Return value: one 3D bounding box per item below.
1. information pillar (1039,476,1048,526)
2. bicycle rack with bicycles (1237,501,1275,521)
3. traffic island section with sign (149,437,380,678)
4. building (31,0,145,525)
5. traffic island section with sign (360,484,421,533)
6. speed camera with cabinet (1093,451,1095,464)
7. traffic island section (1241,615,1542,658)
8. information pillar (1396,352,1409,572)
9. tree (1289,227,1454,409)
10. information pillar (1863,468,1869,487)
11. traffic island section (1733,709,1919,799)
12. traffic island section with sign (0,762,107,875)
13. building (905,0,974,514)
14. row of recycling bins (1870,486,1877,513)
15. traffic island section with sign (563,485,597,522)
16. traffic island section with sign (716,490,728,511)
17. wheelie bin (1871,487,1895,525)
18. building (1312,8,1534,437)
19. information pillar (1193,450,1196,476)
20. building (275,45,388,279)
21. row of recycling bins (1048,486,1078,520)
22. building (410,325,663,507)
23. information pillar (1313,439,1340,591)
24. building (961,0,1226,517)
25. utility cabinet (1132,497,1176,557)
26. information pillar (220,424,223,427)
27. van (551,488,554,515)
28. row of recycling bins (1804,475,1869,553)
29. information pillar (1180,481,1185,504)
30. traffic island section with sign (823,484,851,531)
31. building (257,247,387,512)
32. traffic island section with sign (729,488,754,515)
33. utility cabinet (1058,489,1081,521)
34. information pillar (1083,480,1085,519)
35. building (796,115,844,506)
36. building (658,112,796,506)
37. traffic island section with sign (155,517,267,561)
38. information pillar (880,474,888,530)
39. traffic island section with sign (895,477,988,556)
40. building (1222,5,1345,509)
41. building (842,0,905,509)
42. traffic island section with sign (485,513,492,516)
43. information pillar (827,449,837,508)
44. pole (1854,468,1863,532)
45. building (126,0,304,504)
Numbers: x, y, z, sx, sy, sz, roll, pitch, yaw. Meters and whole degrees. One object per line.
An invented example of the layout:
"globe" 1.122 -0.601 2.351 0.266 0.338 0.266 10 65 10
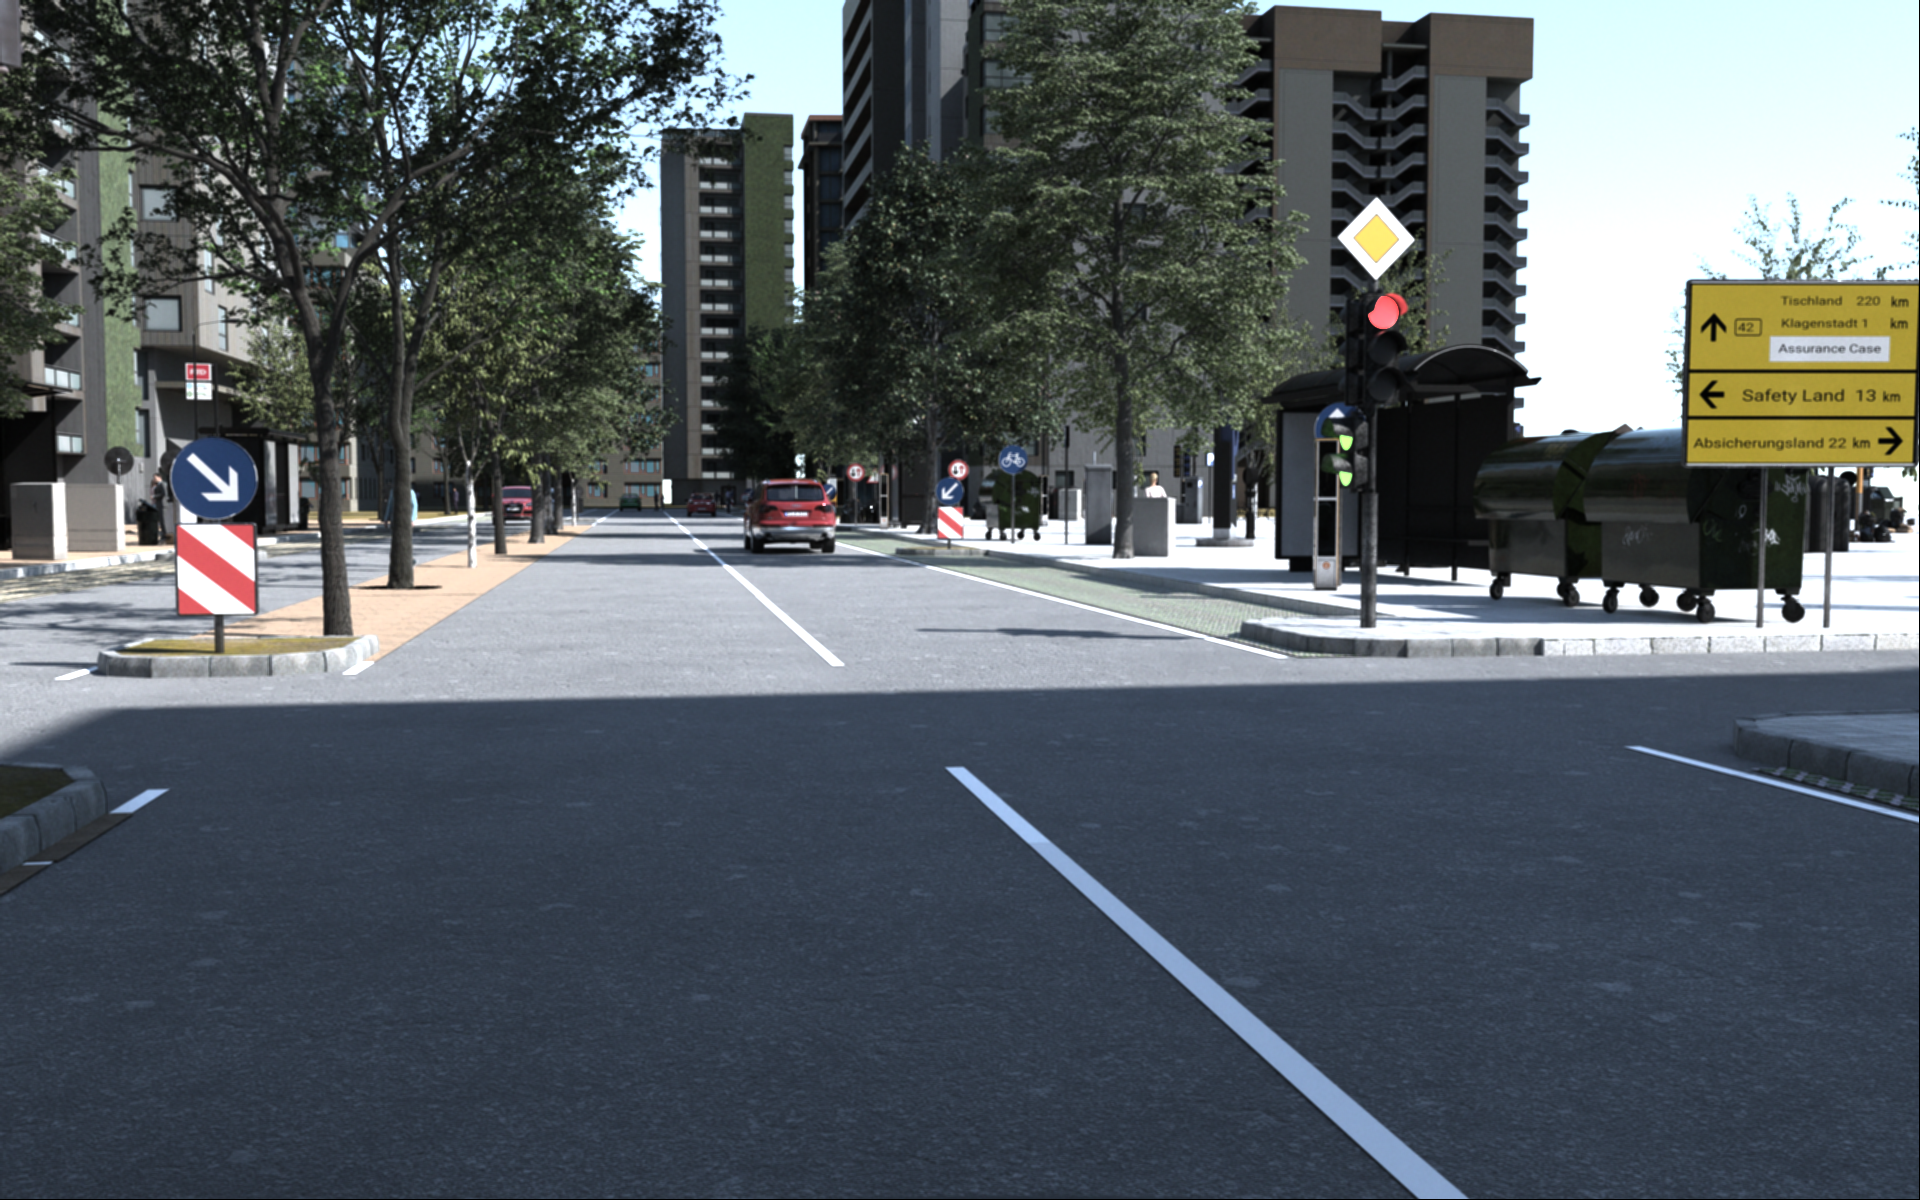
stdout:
"information pillar" 3.306 -3.934 68.818 0.304 2.012 0.304 -2 4 -27
"bicycle rack with bicycles" 13.584 -4.285 83.435 2.925 0.926 2.852 2 4 29
"traffic island section with sign" -6.058 -0.387 14.470 2.006 1.907 1.989 -1 4 -10
"building" -41.181 -23.406 66.279 14.154 41.232 14.086 -1 4 -10
"traffic island section with sign" -21.187 -3.416 64.475 1.989 1.847 2.006 -1 4 -10
"speed camera with cabinet" 6.461 -5.223 79.735 0.660 3.252 2.038 0 4 -4
"traffic island section" 3.941 0.345 16.632 2.009 0.180 2.903 -1 4 -10
"information pillar" 7.265 -2.264 28.376 0.183 3.616 0.504 1 4 18
"tree" 11.898 -6.002 48.498 4.737 8.622 4.395 0 3 0
"information pillar" 53.203 -6.750 101.709 0.183 3.616 0.504 -2 4 -24
"traffic island section" 5.375 0.826 8.777 2.009 0.180 2.903 -1 4 -10
"traffic island section with sign" -4.737 0.058 7.181 2.006 1.907 1.989 -1 4 -10
"building" 6.590 -35.617 124.337 21.231 58.520 28.212 -1 4 -10
"row of recycling bins" 45.734 -4.931 87.730 1.069 1.692 3.534 1 4 10
"traffic island section with sign" -19.563 -4.908 88.389 2.006 1.907 1.989 -1 4 -10
"traffic island section with sign" -19.181 -8.234 143.257 1.989 1.847 2.006 -1 4 -10
"wheelie bin" 38.503 -3.942 72.357 0.980 1.594 0.693 -2 4 -24
"building" 42.448 -31.197 160.181 14.200 45.320 14.600 -1 4 -10
"information pillar" 12.134 -6.014 89.689 0.183 3.616 0.504 1 4 14
"building" -76.717 -34.530 184.173 30.456 49.044 23.786 -1 4 -10
"row of recycling bins" 4.812 -4.891 87.084 1.069 1.692 3.534 -2 4 -35
"building" -47.775 -21.204 191.720 28.899 21.520 27.650 -1 4 -10
"information pillar" 4.873 -1.136 23.066 0.304 2.012 0.304 0 4 6
"building" 6.993 -20.298 103.580 14.160 30.474 14.107 -1 4 -10
"utility cabinet" 3.951 -1.497 35.642 1.020 1.237 0.306 3 5 44
"information pillar" -24.843 -4.103 58.441 0.183 3.616 0.504 -1 4 -10
"van" -28.215 -6.791 118.045 2.013 2.044 4.112 -1 4 -9
"row of recycling bins" 18.418 -1.892 38.055 3.534 1.692 1.069 -2 4 -35
"information pillar" 12.203 -5.509 94.557 0.304 2.012 0.304 0 4 -2
"traffic island section with sign" -5.318 -3.592 67.352 1.989 1.847 2.006 -1 4 -10
"building" -60.535 -17.729 134.906 28.899 21.520 27.650 -1 4 -10
"traffic island section with sign" -14.331 -6.612 116.740 1.989 1.847 2.006 -1 4 -10
"utility cabinet" 5.241 -4.536 82.836 1.173 1.500 0.318 3 5 44
"information pillar" 6.469 -5.168 88.990 0.304 2.012 0.304 0 4 8
"building" -4.906 -33.124 196.196 28.867 44.769 22.147 -1 4 -10
"building" -25.420 -30.871 188.329 14.086 41.232 14.154 -1 4 -10
"traffic island section with sign" -16.345 -1.794 37.957 1.989 1.847 2.006 -1 4 -10
"information pillar" -2.756 -3.560 62.692 0.304 2.012 0.304 0 4 -4
"traffic island section with sign" -0.477 -1.970 40.833 1.989 1.847 2.006 -1 4 -10
"building" 28.433 -31.057 157.888 14.200 45.320 14.600 -1 4 -10
"building" 1.718 -32.134 149.096 21.300 48.544 21.600 -1 4 -10
"traffic island section with sign" -30.256 -6.457 114.197 1.989 1.847 2.006 -1 4 -10
"information pillar" -6.720 -6.077 90.714 0.504 3.616 0.183 0 4 6
"pole" 30.791 -4.003 59.289 0.158 3.312 0.155 0 3 0
"building" -53.429 -30.973 95.641 28.713 52.752 27.495 -1 4 -10
